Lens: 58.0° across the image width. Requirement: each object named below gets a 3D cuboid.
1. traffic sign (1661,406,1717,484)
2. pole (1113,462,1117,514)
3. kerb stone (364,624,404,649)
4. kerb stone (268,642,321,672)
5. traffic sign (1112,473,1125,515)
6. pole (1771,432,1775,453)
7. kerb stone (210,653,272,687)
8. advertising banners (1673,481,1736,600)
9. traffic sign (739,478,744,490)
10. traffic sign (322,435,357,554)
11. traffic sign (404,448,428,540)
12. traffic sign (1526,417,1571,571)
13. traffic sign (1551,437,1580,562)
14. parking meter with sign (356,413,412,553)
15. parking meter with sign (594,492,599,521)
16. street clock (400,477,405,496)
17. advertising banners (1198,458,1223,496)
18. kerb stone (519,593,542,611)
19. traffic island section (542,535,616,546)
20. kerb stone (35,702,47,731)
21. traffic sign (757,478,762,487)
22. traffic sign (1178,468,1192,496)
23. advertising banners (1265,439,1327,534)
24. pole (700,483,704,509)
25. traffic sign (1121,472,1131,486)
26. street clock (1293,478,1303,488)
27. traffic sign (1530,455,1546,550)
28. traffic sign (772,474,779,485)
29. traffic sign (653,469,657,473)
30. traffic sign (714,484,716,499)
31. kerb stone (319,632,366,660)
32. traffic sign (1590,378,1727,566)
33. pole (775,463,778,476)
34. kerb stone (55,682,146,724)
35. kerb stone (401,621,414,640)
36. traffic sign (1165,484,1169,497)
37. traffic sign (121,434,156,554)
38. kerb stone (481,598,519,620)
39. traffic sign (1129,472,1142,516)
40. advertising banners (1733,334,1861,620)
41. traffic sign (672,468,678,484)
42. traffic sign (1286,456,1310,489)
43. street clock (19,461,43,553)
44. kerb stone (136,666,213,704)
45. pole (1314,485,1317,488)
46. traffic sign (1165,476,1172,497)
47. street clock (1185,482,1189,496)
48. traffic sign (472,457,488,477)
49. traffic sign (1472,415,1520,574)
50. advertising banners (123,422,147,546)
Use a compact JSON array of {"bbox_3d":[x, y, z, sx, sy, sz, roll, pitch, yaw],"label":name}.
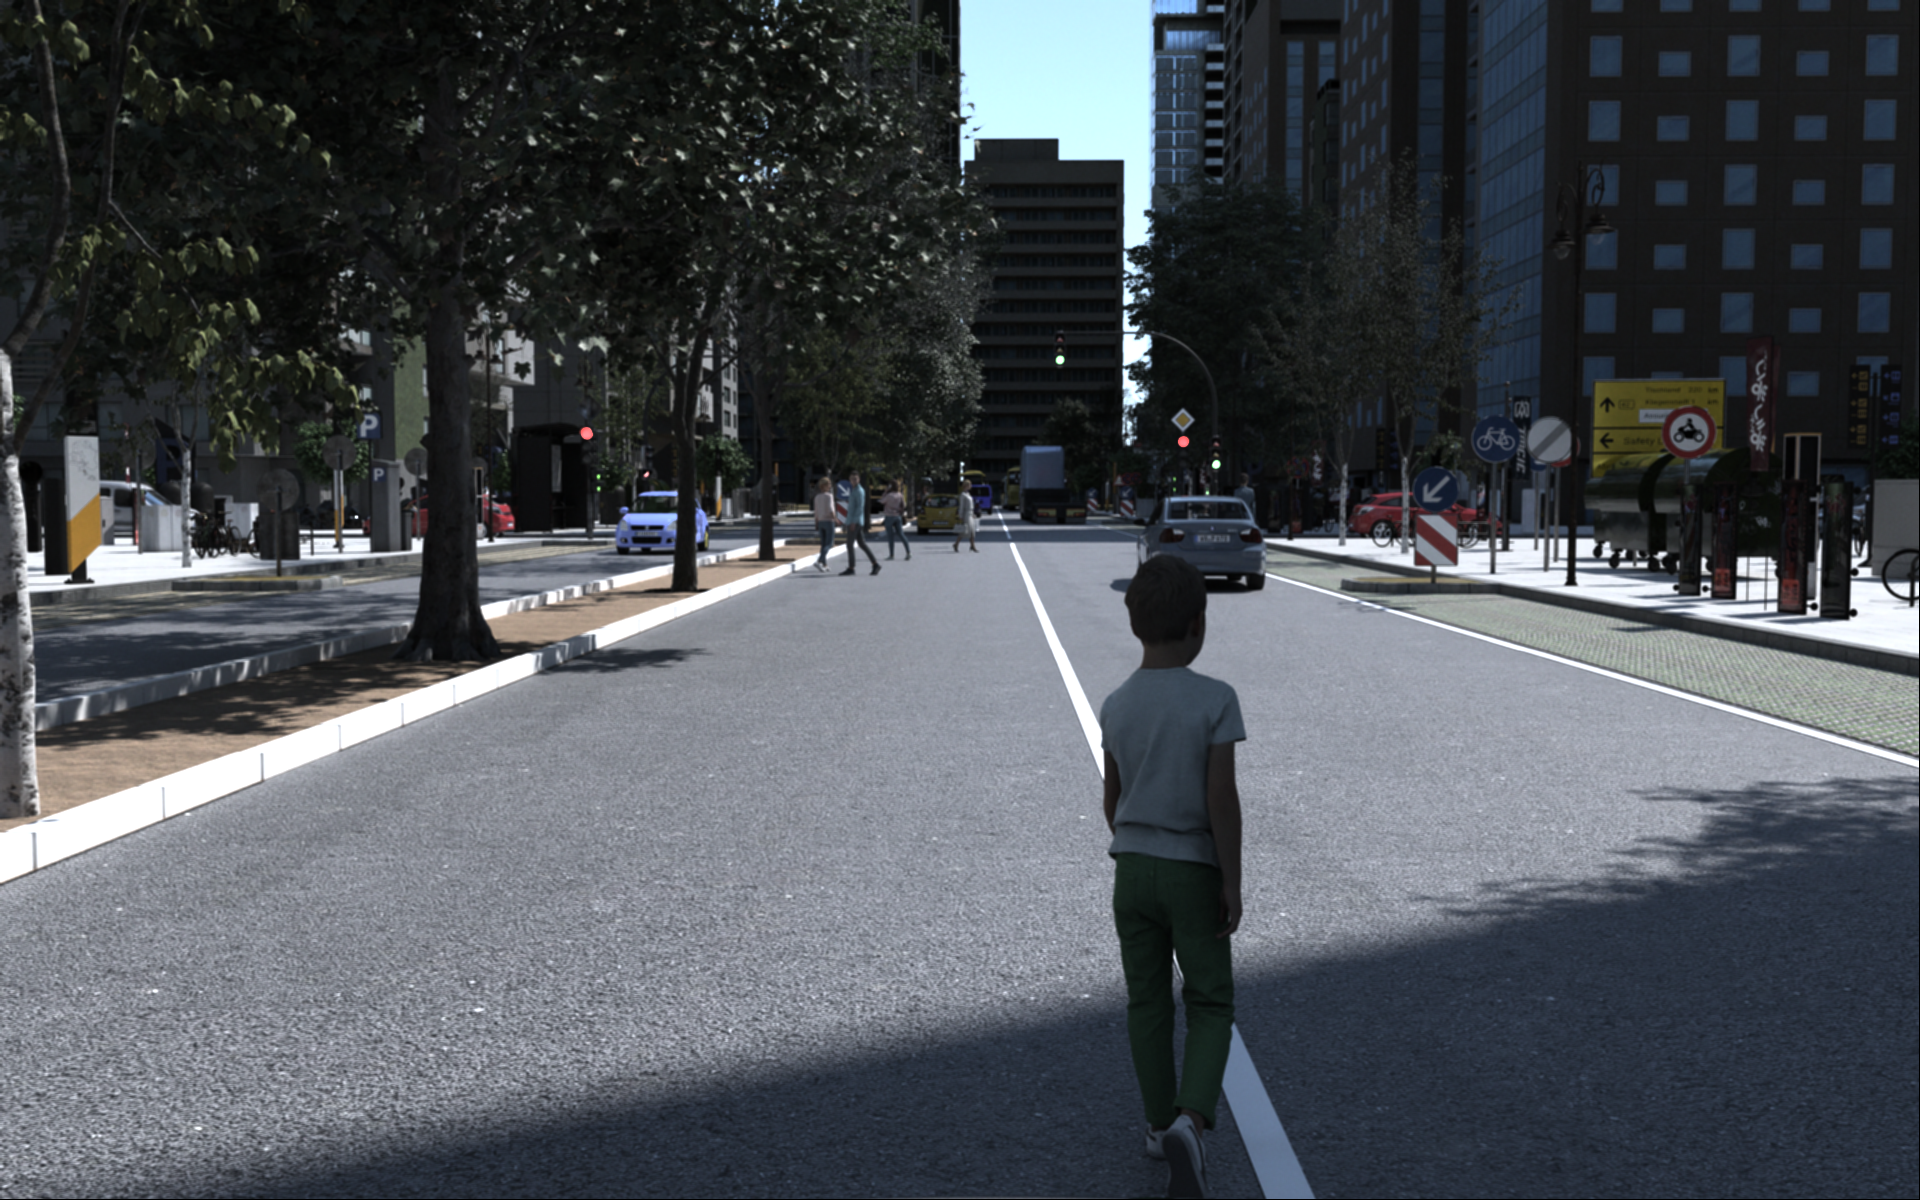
[{"bbox_3d":[10.504,-1.525,25.043,0.768,2.556,0.104,0,4,5],"label":"traffic sign"},{"bbox_3d":[9.923,-7.164,110.977,0.158,3.312,0.155,0,3,0],"label":"pole"},{"bbox_3d":[-5.495,0.360,16.315,0.120,0.150,1.000,0,4,1],"label":"kerb stone"},{"bbox_3d":[-5.536,0.485,14.264,0.120,0.150,1.000,0,4,1],"label":"kerb stone"},{"bbox_3d":[9.966,-6.632,108.432,0.884,2.594,0.081,1,4,9],"label":"traffic sign"},{"bbox_3d":[21.667,-3.211,46.335,0.158,3.312,0.155,0,3,0],"label":"pole"},{"bbox_3d":[-5.546,0.548,13.239,0.120,0.150,1.000,0,4,1],"label":"kerb stone"},{"bbox_3d":[9.357,-1.528,21.172,0.090,3.025,2.074,0,4,-8],"label":"advertising banners"},{"bbox_3d":[-14.224,-6.709,111.829,0.606,2.300,0.079,0,4,5],"label":"traffic sign"},{"bbox_3d":[-13.364,-2.275,37.296,0.768,2.556,0.104,0,4,6],"label":"traffic sign"},{"bbox_3d":[-14.991,-2.923,47.892,0.768,2.556,0.104,0,4,4],"label":"traffic sign"},{"bbox_3d":[9.725,-1.746,28.651,0.768,2.556,0.104,0,4,6],"label":"traffic sign"},{"bbox_3d":[11.262,-1.991,32.655,0.768,2.556,0.104,0,4,7],"label":"traffic sign"},{"bbox_3d":[-12.674,-2.570,38.280,0.543,3.016,1.738,0,4,5],"label":"parking meter with sign"},{"bbox_3d":[-17.564,-5.256,82.195,0.543,3.016,1.738,3,5,44],"label":"parking meter with sign"},{"bbox_3d":[-23.844,-4.219,73.543,0.358,2.002,0.471,3,5,43],"label":"street clock"},{"bbox_3d":[11.943,-5.161,80.574,2.074,3.025,0.090,-1,4,-22],"label":"advertising banners"},{"bbox_3d":[-5.398,0.046,21.436,0.120,0.150,1.000,0,4,1],"label":"kerb stone"},{"bbox_3d":[-10.457,-1.630,48.931,2.009,0.180,2.903,0,4,1],"label":"traffic island section"},{"bbox_3d":[-5.604,0.735,10.174,0.120,0.150,1.000,0,4,1],"label":"kerb stone"},{"bbox_3d":[-14.242,-7.642,124.943,0.884,2.594,0.081,0,4,2],"label":"traffic sign"},{"bbox_3d":[10.880,-5.140,84.143,0.768,2.556,0.104,1,4,8],"label":"traffic sign"},{"bbox_3d":[10.828,-3.651,55.879,2.074,3.025,0.090,2,4,33],"label":"advertising banners"},{"bbox_3d":[-14.977,-6.532,100.642,0.158,3.312,0.155,0,3,0],"label":"pole"},{"bbox_3d":[9.868,-6.230,101.969,0.768,2.556,0.104,1,4,10],"label":"traffic sign"},{"bbox_3d":[14.938,-4.424,76.894,0.471,2.002,0.358,2,4,33],"label":"street clock"},{"bbox_3d":[13.176,-2.411,39.525,0.768,2.556,0.104,0,4,2],"label":"traffic sign"},{"bbox_3d":[-11.895,-6.723,110.020,0.768,2.556,0.104,0,4,3],"label":"traffic sign"},{"bbox_3d":[-14.818,-5.046,82.613,0.768,2.556,0.104,0,4,6],"label":"traffic sign"},{"bbox_3d":[-15.423,-6.672,109.192,0.768,2.556,0.104,0,4,4],"label":"traffic sign"},{"bbox_3d":[-5.513,0.422,15.294,0.120,0.150,1.000,0,4,1],"label":"kerb stone"},{"bbox_3d":[12.279,-2.242,30.537,2.265,3.308,0.079,1,4,9],"label":"traffic sign"},{"bbox_3d":[-12.056,-7.331,113.704,0.158,3.312,0.155,0,3,0],"label":"pole"},{"bbox_3d":[-5.585,0.673,11.196,0.120,0.150,1.000,0,4,1],"label":"kerb stone"},{"bbox_3d":[-5.479,0.297,17.337,0.120,0.150,1.000,0,4,1],"label":"kerb stone"},{"bbox_3d":[13.687,-6.950,113.643,0.884,2.594,0.081,0,4,4],"label":"traffic sign"},{"bbox_3d":[-17.541,-2.256,36.987,0.768,2.556,0.104,0,4,4],"label":"traffic sign"},{"bbox_3d":[-5.422,0.109,20.407,0.120,0.150,1.000,0,4,1],"label":"kerb stone"},{"bbox_3d":[10.165,-6.112,100.036,0.768,2.556,0.104,1,4,11],"label":"traffic sign"},{"bbox_3d":[8.939,-1.364,18.489,0.090,3.025,2.074,0,4,-6],"label":"advertising banners"},{"bbox_3d":[-13.719,-5.159,84.450,0.768,2.556,0.104,1,4,10],"label":"traffic sign"},{"bbox_3d":[11.132,-3.488,57.134,0.768,2.556,0.104,0,4,4],"label":"traffic sign"},{"bbox_3d":[-20.390,-2.049,38.067,0.471,2.002,0.358,-2,4,-27],"label":"street clock"},{"bbox_3d":[-5.572,0.610,12.217,0.120,0.150,1.000,0,4,1],"label":"kerb stone"},{"bbox_3d":[23.527,-7.388,114.631,0.158,3.312,0.155,0,3,0],"label":"pole"},{"bbox_3d":[12.973,-6.529,106.854,0.768,2.556,0.104,0,4,1],"label":"traffic sign"},{"bbox_3d":[11.102,-4.916,84.954,0.471,2.002,0.358,2,4,34],"label":"street clock"},{"bbox_3d":[-16.539,-3.620,59.291,0.768,2.556,0.104,0,4,5],"label":"traffic sign"},{"bbox_3d":[8.613,-1.701,27.920,0.768,2.556,0.104,0,4,5],"label":"traffic sign"},{"bbox_3d":[-20.618,-2.881,43.292,0.090,3.025,2.074,-1,4,-13],"label":"advertising banners"}]
